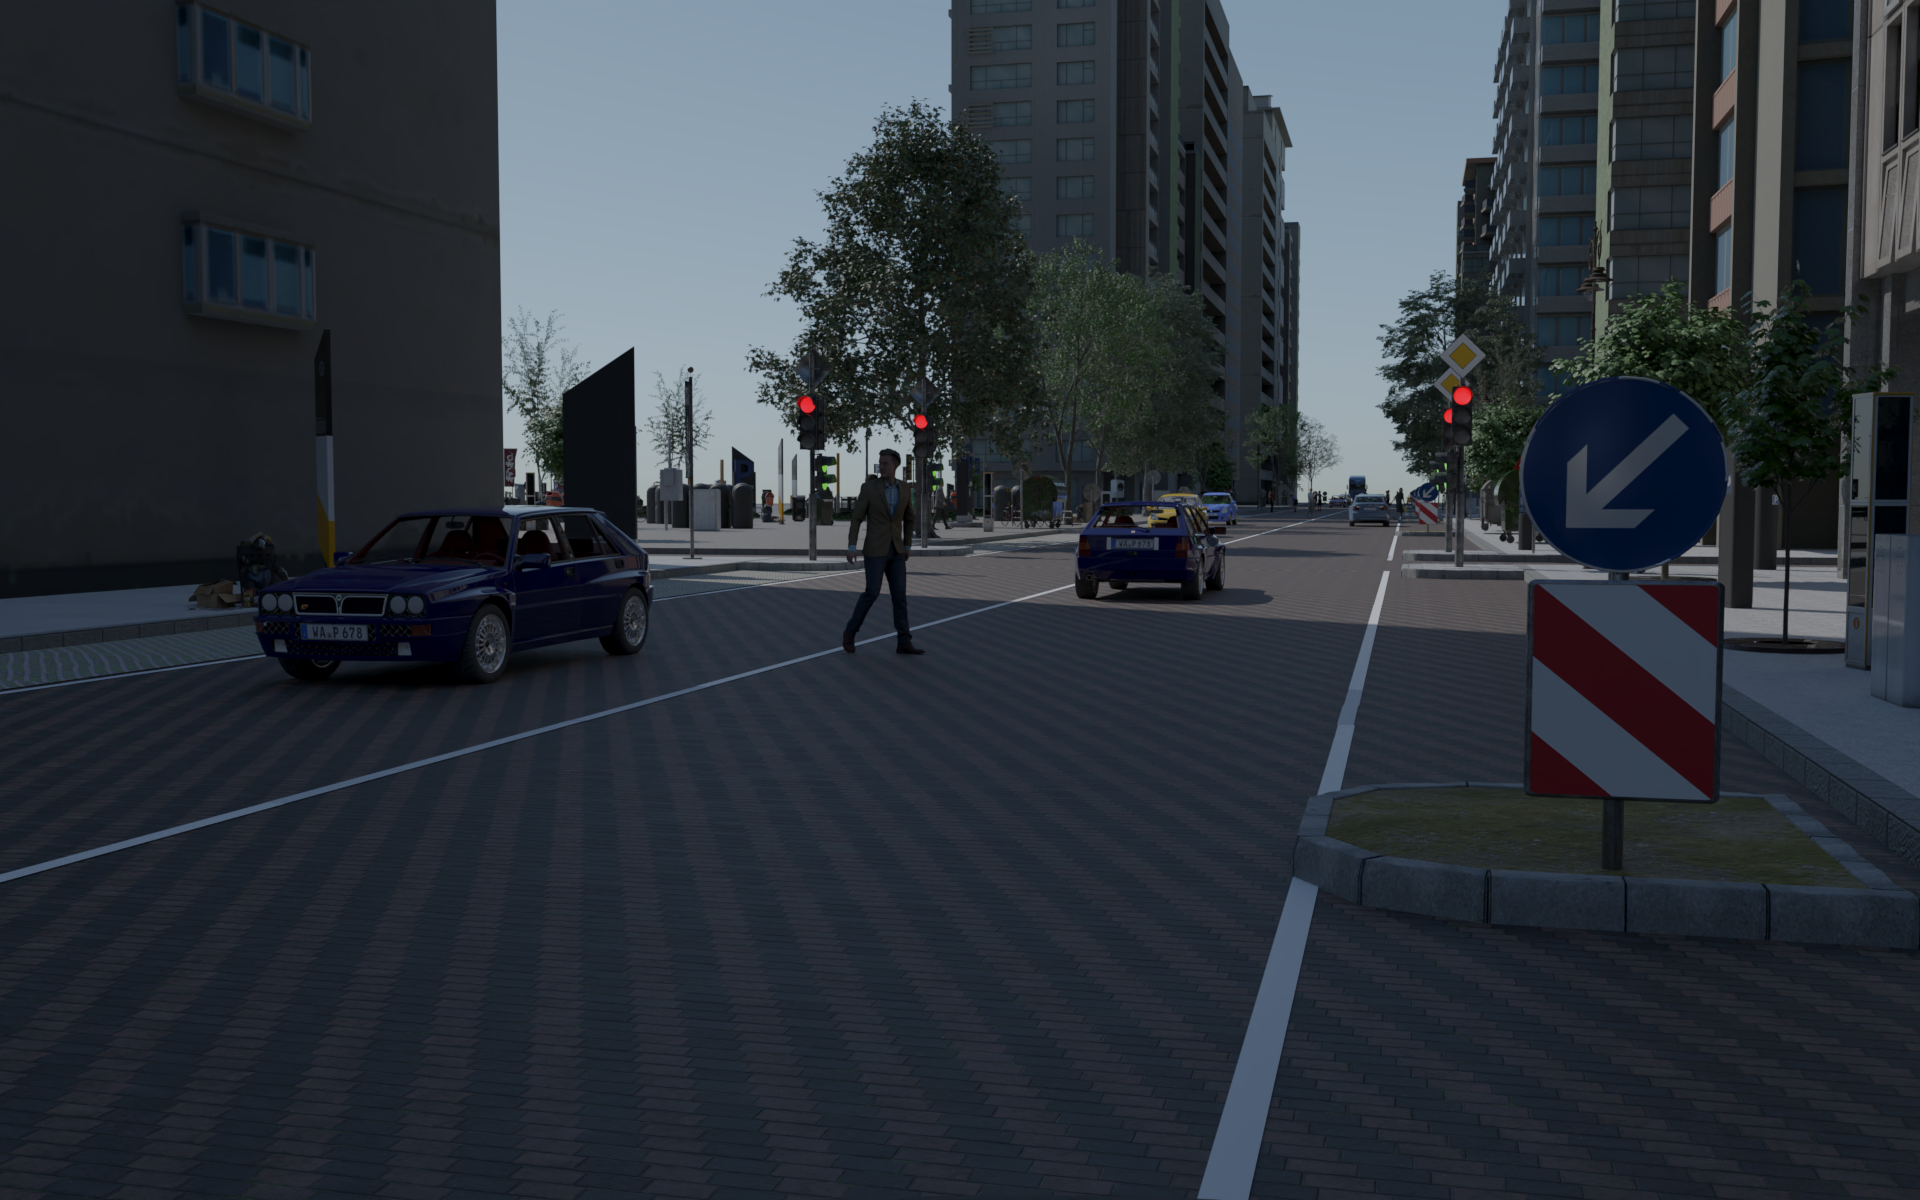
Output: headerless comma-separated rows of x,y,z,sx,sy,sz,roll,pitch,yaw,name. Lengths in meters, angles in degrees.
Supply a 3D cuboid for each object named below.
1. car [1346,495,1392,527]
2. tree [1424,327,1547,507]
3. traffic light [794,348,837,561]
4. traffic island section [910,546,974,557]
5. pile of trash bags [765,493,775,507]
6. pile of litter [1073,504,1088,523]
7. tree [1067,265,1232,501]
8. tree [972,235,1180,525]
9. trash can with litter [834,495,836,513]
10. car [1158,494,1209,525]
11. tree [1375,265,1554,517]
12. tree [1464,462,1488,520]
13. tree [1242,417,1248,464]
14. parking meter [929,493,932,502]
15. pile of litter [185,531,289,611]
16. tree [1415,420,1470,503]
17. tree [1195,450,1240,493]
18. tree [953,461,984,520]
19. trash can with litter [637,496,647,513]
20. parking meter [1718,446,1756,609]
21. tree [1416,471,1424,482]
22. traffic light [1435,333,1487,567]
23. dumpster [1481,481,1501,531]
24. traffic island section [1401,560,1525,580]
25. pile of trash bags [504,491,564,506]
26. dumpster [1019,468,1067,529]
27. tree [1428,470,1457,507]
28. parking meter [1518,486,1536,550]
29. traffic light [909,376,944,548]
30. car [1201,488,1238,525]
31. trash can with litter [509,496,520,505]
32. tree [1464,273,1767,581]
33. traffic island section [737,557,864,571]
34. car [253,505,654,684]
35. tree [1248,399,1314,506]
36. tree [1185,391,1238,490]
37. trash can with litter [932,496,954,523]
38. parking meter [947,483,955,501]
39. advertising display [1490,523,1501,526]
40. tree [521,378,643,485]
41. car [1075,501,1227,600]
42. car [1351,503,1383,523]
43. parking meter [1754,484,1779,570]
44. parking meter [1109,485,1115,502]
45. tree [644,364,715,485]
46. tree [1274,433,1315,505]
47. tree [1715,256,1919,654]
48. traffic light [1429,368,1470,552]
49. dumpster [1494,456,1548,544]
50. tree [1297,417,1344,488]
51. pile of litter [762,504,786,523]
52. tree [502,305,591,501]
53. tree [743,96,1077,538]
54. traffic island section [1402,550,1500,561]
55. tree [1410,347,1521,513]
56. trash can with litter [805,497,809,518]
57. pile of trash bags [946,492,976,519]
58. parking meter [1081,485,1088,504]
18.313,-4.007,77.522,2.014,1.417,4.499,1,4,13,car
23.644,-7.696,76.192,4.360,8.622,3.978,0,3,0,tree
-2.824,-2.715,33.319,0.839,4.253,0.868,1,4,14,traffic light
-0.865,-1.157,41.196,2.009,0.180,2.903,1,4,14,traffic island section
-14.127,-6.489,115.843,3.447,1.369,1.912,0,4,-6,pile of trash bags
5.135,-3.856,77.007,1.176,0.858,1.719,1,4,13,pile of litter
10.712,-11.718,98.240,9.857,13.997,8.962,0,3,0,tree
4.332,-8.895,71.195,9.928,11.665,9.643,0,3,0,tree
-6.304,-4.875,90.759,1.678,1.210,2.233,0,4,8,trash can with litter
7.326,-2.922,57.998,2.015,1.641,3.980,1,4,13,car
27.796,-11.580,95.996,9.857,13.997,8.962,0,3,0,tree
25.486,-5.531,85.032,1.663,3.219,1.824,0,3,0,tree
6.553,-9.448,80.231,9.928,11.665,9.643,0,3,0,tree
-1.743,-6.247,107.842,0.399,1.863,0.255,-1,4,-8,parking meter
-8.326,-0.360,19.851,1.176,0.858,1.719,1,4,13,pile of litter
36.672,-10.913,128.796,4.737,8.622,4.395,0,3,0,tree
19.044,-8.841,128.262,4.285,4.588,4.351,0,3,0,tree
0.438,-5.612,86.364,1.663,3.219,1.824,0,3,0,tree
-19.353,-5.744,105.294,1.055,1.170,0.624,-3,4,-38,trash can with litter
8.763,-0.846,19.539,0.255,1.863,0.399,0,4,-2,parking meter
49.138,-13.877,177.253,4.360,8.622,3.978,0,3,0,tree
8.763,-2.534,30.356,0.839,4.253,0.868,1,4,14,traffic light
18.845,-3.341,60.381,1.264,1.857,1.865,1,4,14,dumpster
8.800,-0.500,30.461,2.009,0.180,2.903,1,4,14,traffic island section
-15.164,-3.137,61.035,3.447,1.369,1.912,3,5,40,pile of trash bags
3.108,-3.817,64.895,1.502,2.255,1.985,1,4,15,dumpster
17.468,-4.376,55.267,4.285,4.588,4.351,0,3,0,tree
12.967,-1.907,39.585,0.372,1.533,0.369,0,3,0,parking meter
-0.828,-3.188,41.051,0.839,4.253,0.868,1,4,14,traffic light
11.921,-4.347,80.661,1.945,1.707,3.694,1,4,15,car
-19.632,-3.895,74.746,2.233,1.210,1.678,-3,5,-40,trash can with litter
10.561,-2.565,25.656,4.285,4.588,4.351,0,3,0,tree
-2.860,-0.684,33.463,2.009,0.180,2.903,1,4,14,traffic island section
-4.058,-0.114,14.451,1.945,1.354,3.894,1,4,15,car
34.786,-16.128,189.444,9.928,11.665,9.643,0,3,0,tree
17.220,-10.459,121.365,4.737,8.622,4.395,0,3,0,tree
-1.149,-4.045,77.186,2.233,1.210,1.678,-1,4,-11,trash can with litter
-0.506,-5.341,93.043,0.399,1.863,0.255,-2,4,-27,parking meter
21.520,-3.886,68.752,0.974,1.923,0.123,0,4,5,advertising display
-10.675,-3.998,49.087,4.285,4.588,4.351,0,3,0,tree
2.795,-0.754,24.905,1.945,1.354,3.894,1,4,15,car
20.436,-4.526,86.577,1.945,1.354,3.894,1,4,13,car
13.653,-1.281,29.348,0.372,1.533,0.369,0,3,0,parking meter
10.123,-6.701,115.272,0.399,1.863,0.255,-1,4,-17,parking meter
-16.119,-9.069,98.644,4.360,8.622,3.978,0,3,0,tree
40.207,-15.748,207.834,4.360,8.622,3.978,0,3,0,tree
6.738,-1.199,14.201,1.663,3.219,1.824,0,3,0,tree
10.759,-3.007,38.089,0.839,4.253,0.868,1,4,14,traffic light
14.879,-2.634,45.564,1.502,2.255,1.985,1,4,14,dumpster
54.534,-21.920,268.761,12.009,13.543,11.850,0,3,0,tree
-8.447,-3.932,78.247,1.176,0.858,1.719,1,4,9,pile of litter
-16.324,-7.202,68.111,4.360,8.622,3.978,0,3,0,tree
-1.174,-8.157,50.373,9.611,12.733,9.660,0,3,0,tree
10.795,-0.973,38.193,2.009,0.180,2.903,1,4,14,traffic island section
34.106,-11.747,117.819,9.928,11.665,9.643,0,3,0,tree
-8.104,-4.921,91.852,0.624,1.170,1.055,-3,5,-41,trash can with litter
-0.218,-4.887,89.656,1.912,1.369,3.447,0,4,-5,pile of trash bags
7.752,-6.226,107.513,0.399,1.863,0.255,2,4,33,parking meter
